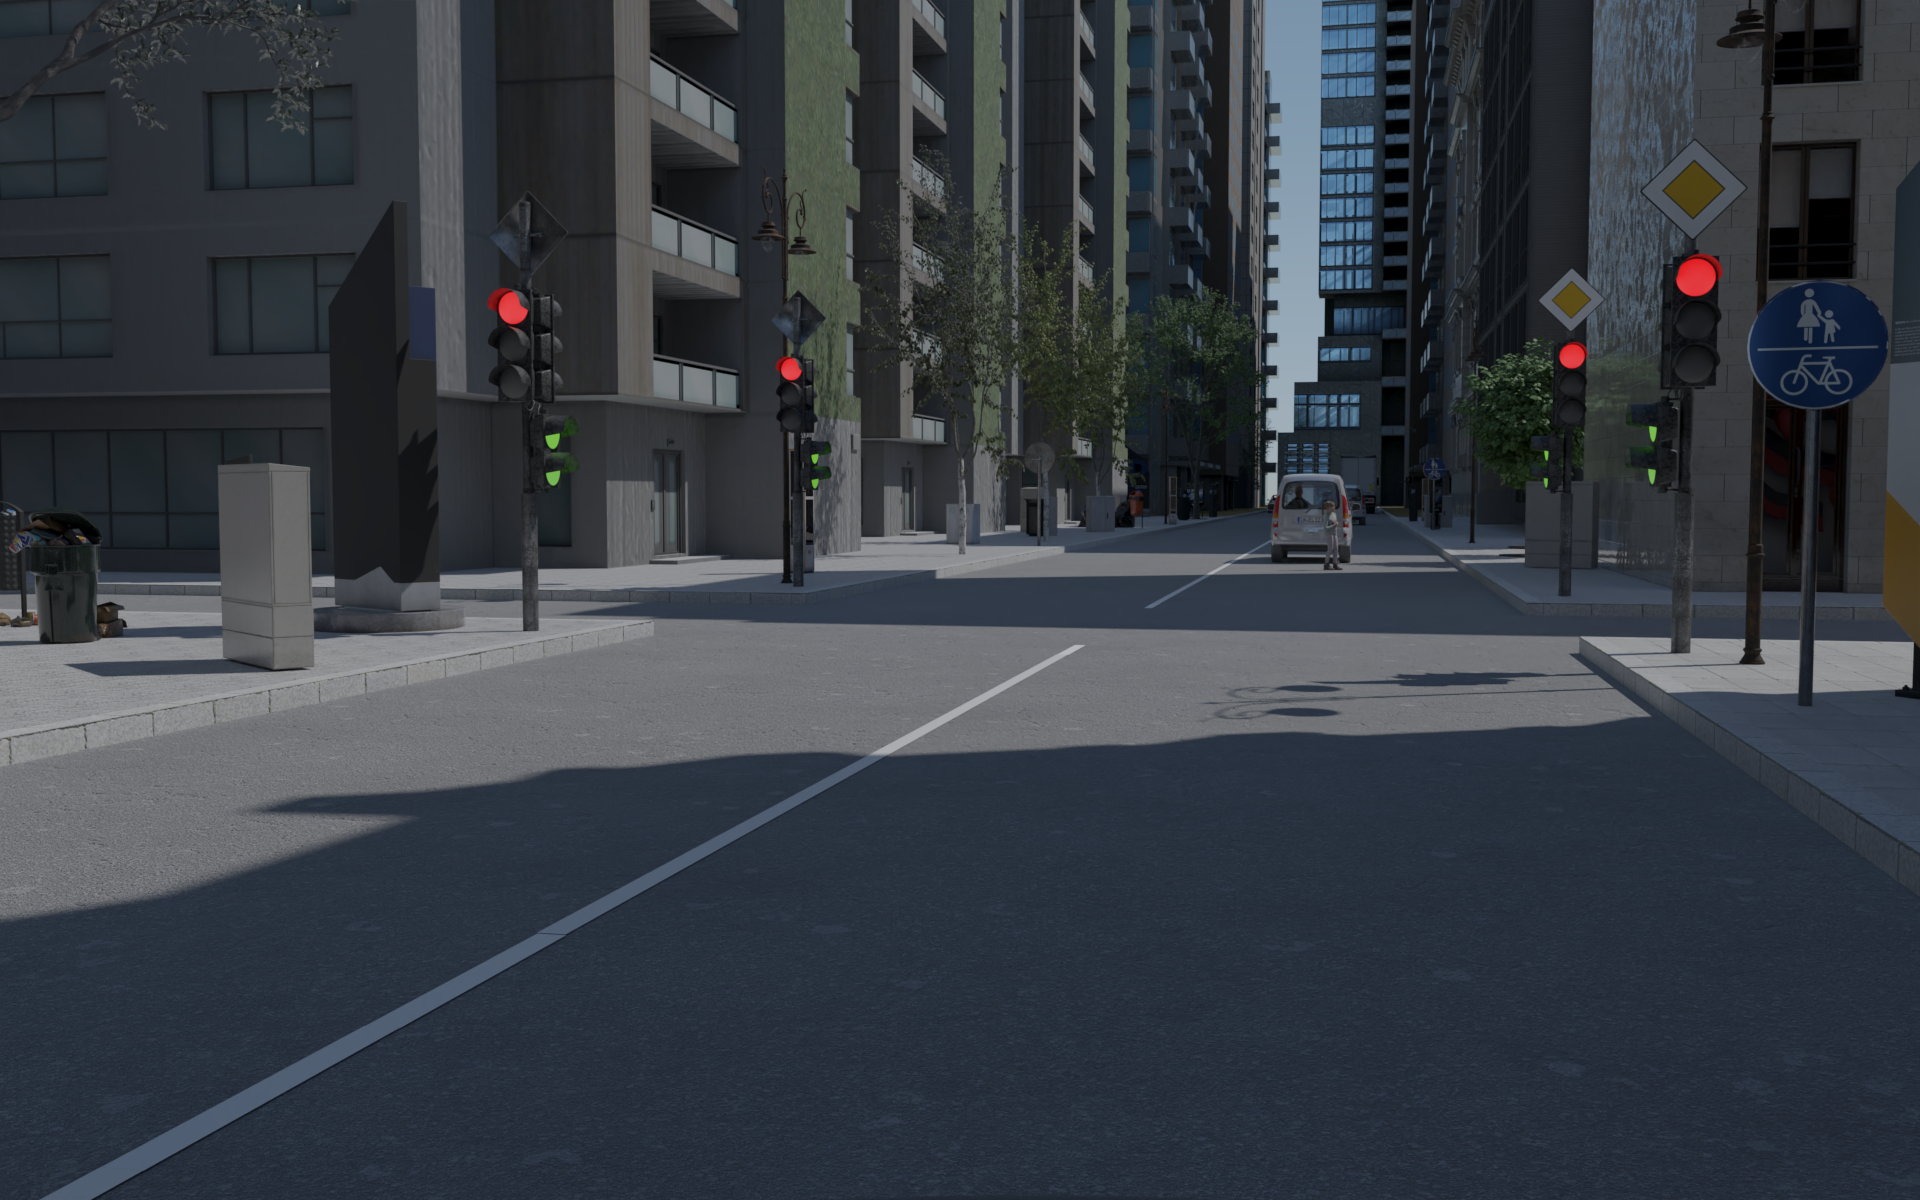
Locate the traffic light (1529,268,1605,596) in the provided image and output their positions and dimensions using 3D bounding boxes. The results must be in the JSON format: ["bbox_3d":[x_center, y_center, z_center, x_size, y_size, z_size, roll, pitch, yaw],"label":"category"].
[{"bbox_3d":[7.588,-2.003,21.672,0.839,4.253,0.868,1,4,13],"label":"traffic light"}]

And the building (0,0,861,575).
[{"bbox_3d":[-10.591,-21.346,32.597,14.154,41.232,14.086,1,4,13],"label":"building"}]

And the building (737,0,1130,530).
[{"bbox_3d":[-0.464,-23.970,75.512,14.154,41.232,14.086,1,4,13],"label":"building"}]

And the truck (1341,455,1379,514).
[{"bbox_3d":[29.825,-8.591,129.374,2.839,4.237,11.283,1,4,14],"label":"truck"}]

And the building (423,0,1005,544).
[{"bbox_3d":[-6.780,-22.676,54.340,14.154,41.232,14.086,1,4,13],"label":"building"}]

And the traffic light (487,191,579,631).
[{"bbox_3d":[-4.005,-1.663,16.108,0.839,4.253,0.868,1,4,13],"label":"traffic light"}]

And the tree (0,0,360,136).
[{"bbox_3d":[-6.135,-6.058,9.427,12.009,13.543,11.850,0,3,0],"label":"tree"}]

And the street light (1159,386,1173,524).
[{"bbox_3d":[8.836,-6.202,74.191,0.468,5.910,1.993,1,4,13],"label":"street light"}]

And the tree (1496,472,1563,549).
[{"bbox_3d":[13.528,-2.815,40.621,1.663,3.219,1.824,0,3,0],"label":"tree"}]

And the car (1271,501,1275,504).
[{"bbox_3d":[20.668,-5.914,109.062,2.083,1.381,4.827,1,4,11],"label":"car"}]

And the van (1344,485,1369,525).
[{"bbox_3d":[18.033,-4.506,80.687,2.013,2.044,4.112,1,4,12],"label":"van"}]

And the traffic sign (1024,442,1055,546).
[{"bbox_3d":[1.949,-2.605,42.696,0.768,2.556,0.104,1,4,15],"label":"traffic sign"}]

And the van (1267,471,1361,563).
[{"bbox_3d":[7.640,-1.864,37.495,2.013,2.044,4.112,1,4,13],"label":"van"}]

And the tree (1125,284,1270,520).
[{"bbox_3d":[11.854,-9.891,87.471,9.928,11.665,9.643,0,3,0],"label":"tree"}]

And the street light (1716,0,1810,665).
[{"bbox_3d":[5.986,-2.454,12.909,0.468,5.910,1.993,1,4,13],"label":"street light"}]

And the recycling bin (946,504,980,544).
[{"bbox_3d":[0.085,-1.963,44.642,0.722,1.027,0.722,1,4,17],"label":"recycling bin"}]

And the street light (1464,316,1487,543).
[{"bbox_3d":[13.405,-4.426,45.158,0.468,5.910,1.993,1,4,13],"label":"street light"}]

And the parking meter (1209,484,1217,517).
[{"bbox_3d":[13.945,-5.495,95.553,0.255,1.863,0.399,-2,4,-33],"label":"parking meter"}]

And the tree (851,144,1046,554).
[{"bbox_3d":[-0.040,-5.262,36.391,4.360,8.622,3.978,0,3,0],"label":"tree"}]

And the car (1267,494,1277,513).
[{"bbox_3d":[24.675,-7.423,133.375,2.014,1.417,4.499,1,4,13],"label":"car"}]

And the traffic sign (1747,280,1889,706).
[{"bbox_3d":[5.125,-0.631,10.425,0.768,2.556,0.104,1,4,18],"label":"traffic sign"}]

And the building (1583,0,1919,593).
[{"bbox_3d":[18.854,-10.435,25.361,16.860,20.320,10.420,1,4,13],"label":"building"}]

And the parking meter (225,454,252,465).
[{"bbox_3d":[-10.598,-1.207,25.450,0.399,1.863,0.255,-2,4,-25],"label":"parking meter"}]

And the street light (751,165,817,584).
[{"bbox_3d":[-2.490,-3.178,24.741,0.468,5.910,1.993,1,4,13],"label":"street light"}]

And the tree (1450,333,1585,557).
[{"bbox_3d":[11.789,-3.174,35.606,4.285,4.588,4.351,0,3,0],"label":"tree"}]

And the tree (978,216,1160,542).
[{"bbox_3d":[2.536,-5.869,46.322,4.737,8.622,4.395,0,3,0],"label":"tree"}]

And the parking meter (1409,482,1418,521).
[{"bbox_3d":[21.277,-4.623,81.303,0.399,1.863,0.255,2,4,26],"label":"parking meter"}]

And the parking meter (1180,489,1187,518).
[{"bbox_3d":[11.667,-5.016,90.423,0.372,1.533,0.369,0,3,0],"label":"parking meter"}]

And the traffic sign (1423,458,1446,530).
[{"bbox_3d":[16.754,-3.737,61.200,0.768,2.556,0.104,1,4,19],"label":"traffic sign"}]

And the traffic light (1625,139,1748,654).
[{"bbox_3d":[5.807,-1.527,13.887,0.839,4.253,0.868,1,4,13],"label":"traffic light"}]

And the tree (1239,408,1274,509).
[{"bbox_3d":[24.585,-11.934,145.482,4.360,8.622,3.978,0,3,0],"label":"tree"}]

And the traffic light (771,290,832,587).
[{"bbox_3d":[-2.224,-2.139,23.892,0.839,4.253,0.868,1,4,13],"label":"traffic light"}]

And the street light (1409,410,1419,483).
[{"bbox_3d":[24.624,-7.420,94.103,0.468,5.910,1.993,1,4,13],"label":"street light"}]
